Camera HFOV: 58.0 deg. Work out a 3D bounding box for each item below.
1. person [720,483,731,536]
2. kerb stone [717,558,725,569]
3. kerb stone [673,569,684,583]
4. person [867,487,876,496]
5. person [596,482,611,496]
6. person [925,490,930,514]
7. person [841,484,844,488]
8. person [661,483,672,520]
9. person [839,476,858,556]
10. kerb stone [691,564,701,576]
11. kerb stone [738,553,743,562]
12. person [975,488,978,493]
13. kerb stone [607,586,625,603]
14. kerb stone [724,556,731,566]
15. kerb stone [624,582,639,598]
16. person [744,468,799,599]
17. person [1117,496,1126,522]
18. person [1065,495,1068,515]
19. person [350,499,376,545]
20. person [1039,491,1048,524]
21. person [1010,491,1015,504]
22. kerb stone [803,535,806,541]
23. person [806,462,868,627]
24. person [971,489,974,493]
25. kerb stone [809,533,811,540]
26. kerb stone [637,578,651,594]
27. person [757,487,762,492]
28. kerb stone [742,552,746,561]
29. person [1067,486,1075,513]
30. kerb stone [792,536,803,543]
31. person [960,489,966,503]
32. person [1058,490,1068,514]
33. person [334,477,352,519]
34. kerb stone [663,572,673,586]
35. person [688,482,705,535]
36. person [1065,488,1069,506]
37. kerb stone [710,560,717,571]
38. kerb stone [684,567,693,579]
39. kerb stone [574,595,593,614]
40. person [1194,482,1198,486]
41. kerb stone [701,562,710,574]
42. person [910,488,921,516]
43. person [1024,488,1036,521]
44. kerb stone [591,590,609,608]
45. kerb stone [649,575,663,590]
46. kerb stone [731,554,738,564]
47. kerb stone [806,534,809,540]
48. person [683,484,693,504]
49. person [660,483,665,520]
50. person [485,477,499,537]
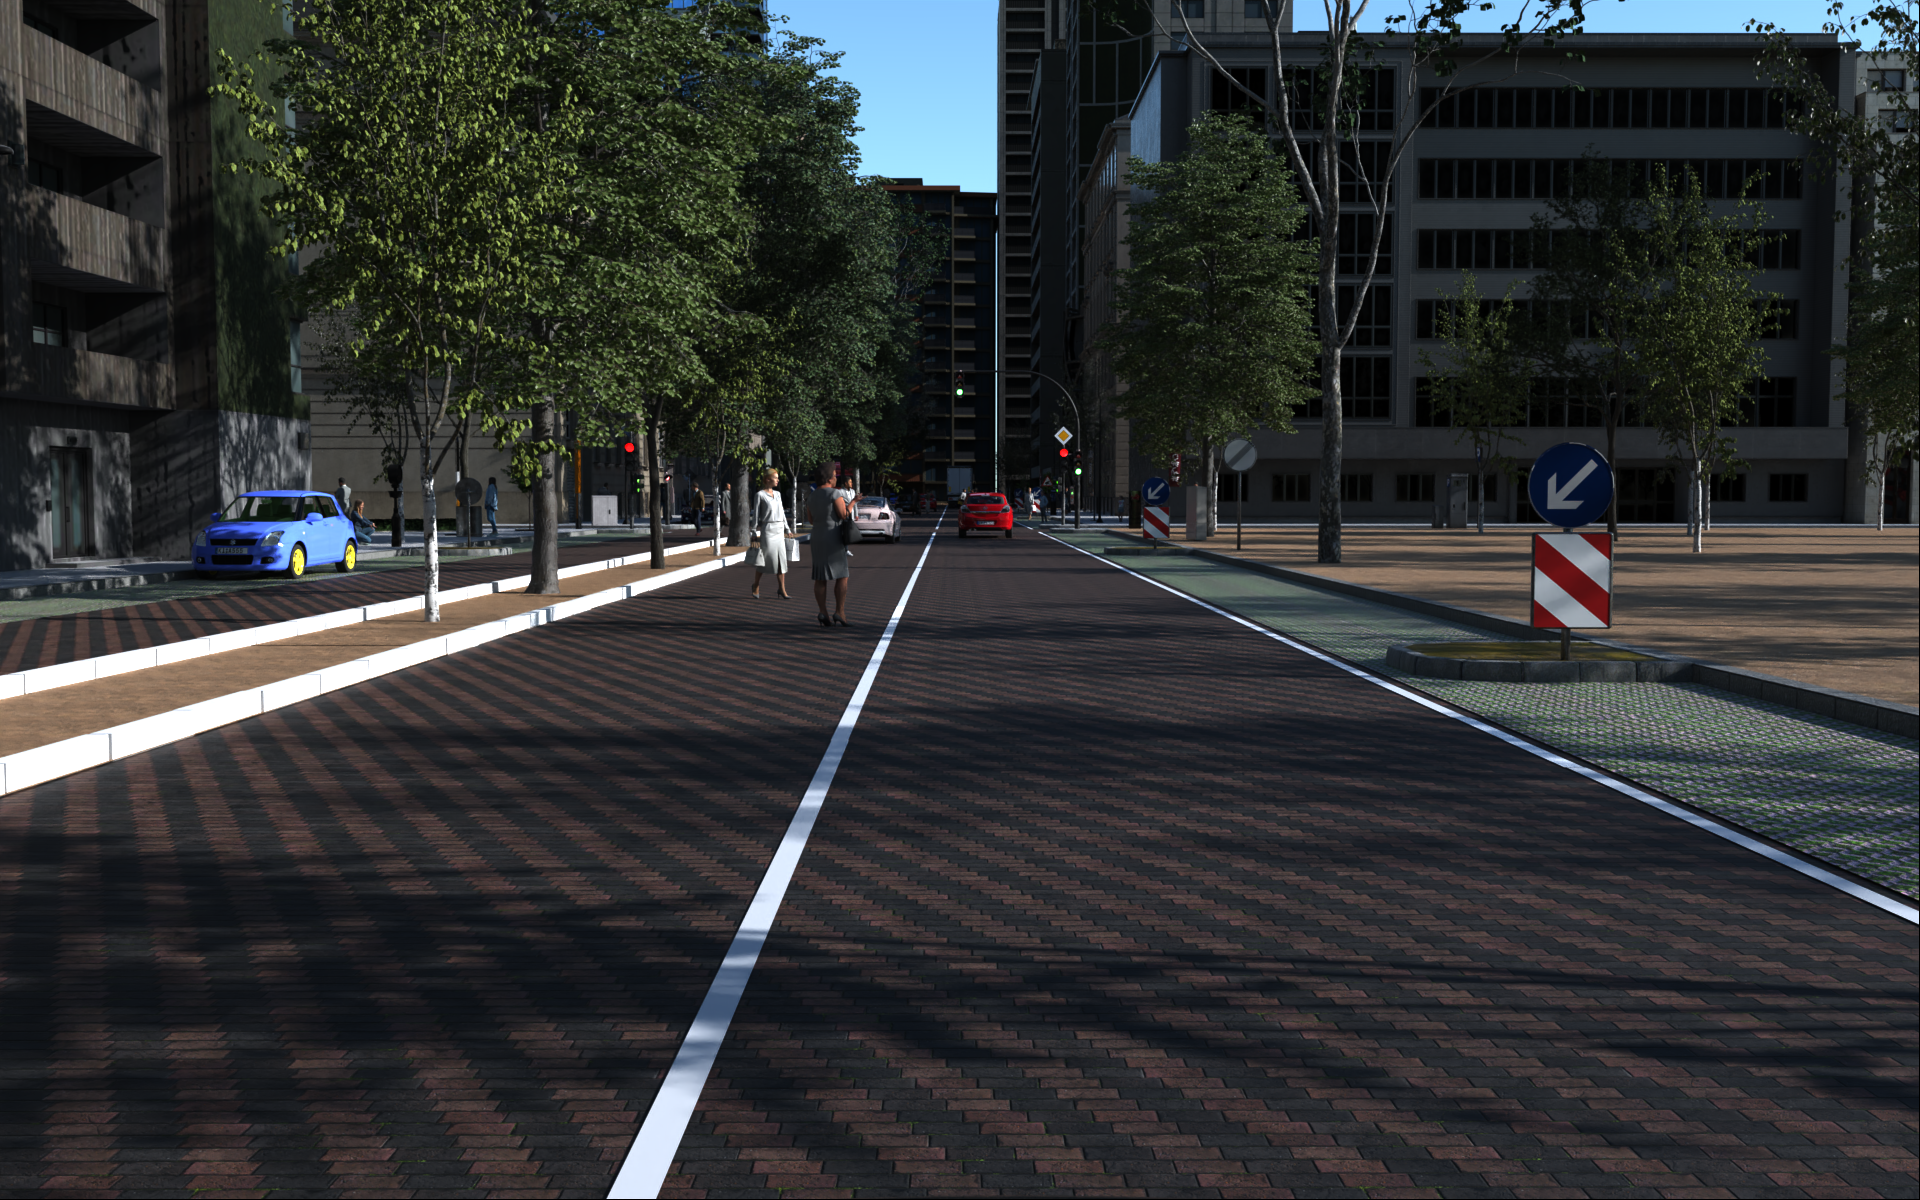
[{"bbox_3d":[-7.956,-3.103,59.340,0.767,1.812,0.694,1,4,22],"label":"person"},{"bbox_3d":[-4.708,-0.679,33.345,0.120,0.150,1.000,0,4,0],"label":"kerb stone"},{"bbox_3d":[-4.681,-0.369,28.223,0.120,0.150,1.000,0,4,0],"label":"kerb stone"},{"bbox_3d":[-4.221,-4.530,83.121,0.519,1.759,0.362,1,4,14],"label":"person"},{"bbox_3d":[-15.923,-4.351,77.371,0.592,1.802,0.473,1,4,17],"label":"person"},{"bbox_3d":[-2.379,-7.204,126.837,0.362,1.759,0.519,1,4,20],"label":"person"},{"bbox_3d":[-4.062,-3.218,61.337,0.478,1.798,0.641,-1,4,-17],"label":"person"},{"bbox_3d":[-14.479,-4.845,85.288,0.654,1.822,0.581,3,4,38],"label":"person"},{"bbox_3d":[-2.696,-1.955,40.304,0.661,1.843,0.795,-3,5,-41],"label":"person"},{"bbox_3d":[-4.697,-0.494,30.269,0.120,0.150,1.000,0,4,0],"label":"kerb stone"},{"bbox_3d":[-4.729,-0.863,36.427,0.120,0.150,1.000,0,4,0],"label":"kerb stone"},{"bbox_3d":[1.041,-6.434,113.578,0.818,1.842,0.514,-3,5,-39],"label":"person"},{"bbox_3d":[-4.665,-0.056,23.108,0.120,0.150,1.000,0,4,0],"label":"kerb stone"},{"bbox_3d":[-4.713,-0.744,34.366,0.120,0.150,1.000,0,4,0],"label":"kerb stone"},{"bbox_3d":[-4.657,-0.118,24.130,0.120,0.150,1.000,0,4,0],"label":"kerb stone"},{"bbox_3d":[-2.588,-0.909,23.710,0.694,1.780,0.624,-2,4,-33],"label":"person"},{"bbox_3d":[7.409,-4.154,78.972,0.505,1.210,0.382,3,5,42],"label":"person"},{"bbox_3d":[6.345,-5.714,104.155,0.332,1.250,0.352,1,4,9],"label":"person"},{"bbox_3d":[-14.911,-1.948,43.399,0.738,1.151,1.012,0,4,-1],"label":"person"},{"bbox_3d":[4.014,-4.499,83.862,0.330,1.601,0.589,-2,4,-26],"label":"person"},{"bbox_3d":[6.665,-12.741,215.184,1.217,1.723,0.721,2,4,25],"label":"person"},{"bbox_3d":[-4.788,-1.811,51.798,0.120,0.150,1.000,0,4,0],"label":"kerb stone"},{"bbox_3d":[-1.302,-0.606,18.769,0.716,1.782,0.532,3,5,39],"label":"person"},{"bbox_3d":[0.970,-7.603,132.800,0.713,1.824,0.794,2,4,24],"label":"person"},{"bbox_3d":[-4.801,-1.936,53.852,0.120,0.150,1.000,0,4,0],"label":"kerb stone"},{"bbox_3d":[-4.678,-0.181,25.152,0.120,0.150,1.000,0,4,0],"label":"kerb stone"},{"bbox_3d":[-9.988,-4.769,86.659,0.728,1.800,0.709,0,4,2],"label":"person"},{"bbox_3d":[-4.722,-0.933,37.448,0.120,0.150,1.000,0,4,0],"label":"kerb stone"},{"bbox_3d":[7.582,-6.853,118.262,0.590,1.801,0.661,-2,4,-23],"label":"person"},{"bbox_3d":[-4.779,-1.745,50.776,0.120,0.150,1.000,0,4,0],"label":"kerb stone"},{"bbox_3d":[0.220,-7.523,131.349,0.795,1.843,0.661,3,4,37],"label":"person"},{"bbox_3d":[6.712,-6.500,112.501,0.721,1.800,0.419,0,4,-2],"label":"person"},{"bbox_3d":[-19.271,-2.924,54.028,0.466,1.800,0.511,1,4,14],"label":"person"},{"bbox_3d":[-4.682,-0.302,27.196,0.120,0.150,1.000,0,4,0],"label":"kerb stone"},{"bbox_3d":[-9.172,-3.175,60.318,0.656,1.842,0.836,0,4,8],"label":"person"},{"bbox_3d":[7.962,-7.443,128.307,0.524,1.755,0.480,-2,4,-31],"label":"person"},{"bbox_3d":[-4.708,-0.619,32.323,0.120,0.150,1.000,0,4,0],"label":"kerb stone"},{"bbox_3d":[-4.689,-0.431,29.245,0.120,0.150,1.000,0,4,0],"label":"kerb stone"},{"bbox_3d":[-4.652,0.073,21.054,0.120,0.150,1.000,0,4,0],"label":"kerb stone"},{"bbox_3d":[9.779,-4.040,72.273,0.511,1.800,0.466,2,4,28],"label":"person"},{"bbox_3d":[-4.695,-0.557,31.300,0.120,0.150,1.000,0,4,0],"label":"kerb stone"},{"bbox_3d":[-2.876,-6.322,111.835,0.822,1.834,0.622,-1,4,-11],"label":"person"},{"bbox_3d":[3.792,-5.173,93.438,0.694,1.780,0.624,3,5,42],"label":"person"},{"bbox_3d":[-4.667,0.010,22.082,0.120,0.150,1.000,0,4,0],"label":"kerb stone"},{"bbox_3d":[-4.675,-0.243,26.174,0.120,0.150,1.000,0,4,0],"label":"kerb stone"},{"bbox_3d":[-4.713,-0.807,35.393,0.120,0.150,1.000,0,4,0],"label":"kerb stone"},{"bbox_3d":[-4.791,-1.874,52.830,0.120,0.150,1.000,0,4,0],"label":"kerb stone"},{"bbox_3d":[-14.373,-5.230,91.734,0.473,1.802,0.592,-3,4,-38],"label":"person"},{"bbox_3d":[-14.411,-4.740,83.531,0.794,1.824,0.713,1,4,8],"label":"person"},{"bbox_3d":[-14.055,-2.798,52.061,0.793,1.790,0.793,-3,4,-36],"label":"person"}]
